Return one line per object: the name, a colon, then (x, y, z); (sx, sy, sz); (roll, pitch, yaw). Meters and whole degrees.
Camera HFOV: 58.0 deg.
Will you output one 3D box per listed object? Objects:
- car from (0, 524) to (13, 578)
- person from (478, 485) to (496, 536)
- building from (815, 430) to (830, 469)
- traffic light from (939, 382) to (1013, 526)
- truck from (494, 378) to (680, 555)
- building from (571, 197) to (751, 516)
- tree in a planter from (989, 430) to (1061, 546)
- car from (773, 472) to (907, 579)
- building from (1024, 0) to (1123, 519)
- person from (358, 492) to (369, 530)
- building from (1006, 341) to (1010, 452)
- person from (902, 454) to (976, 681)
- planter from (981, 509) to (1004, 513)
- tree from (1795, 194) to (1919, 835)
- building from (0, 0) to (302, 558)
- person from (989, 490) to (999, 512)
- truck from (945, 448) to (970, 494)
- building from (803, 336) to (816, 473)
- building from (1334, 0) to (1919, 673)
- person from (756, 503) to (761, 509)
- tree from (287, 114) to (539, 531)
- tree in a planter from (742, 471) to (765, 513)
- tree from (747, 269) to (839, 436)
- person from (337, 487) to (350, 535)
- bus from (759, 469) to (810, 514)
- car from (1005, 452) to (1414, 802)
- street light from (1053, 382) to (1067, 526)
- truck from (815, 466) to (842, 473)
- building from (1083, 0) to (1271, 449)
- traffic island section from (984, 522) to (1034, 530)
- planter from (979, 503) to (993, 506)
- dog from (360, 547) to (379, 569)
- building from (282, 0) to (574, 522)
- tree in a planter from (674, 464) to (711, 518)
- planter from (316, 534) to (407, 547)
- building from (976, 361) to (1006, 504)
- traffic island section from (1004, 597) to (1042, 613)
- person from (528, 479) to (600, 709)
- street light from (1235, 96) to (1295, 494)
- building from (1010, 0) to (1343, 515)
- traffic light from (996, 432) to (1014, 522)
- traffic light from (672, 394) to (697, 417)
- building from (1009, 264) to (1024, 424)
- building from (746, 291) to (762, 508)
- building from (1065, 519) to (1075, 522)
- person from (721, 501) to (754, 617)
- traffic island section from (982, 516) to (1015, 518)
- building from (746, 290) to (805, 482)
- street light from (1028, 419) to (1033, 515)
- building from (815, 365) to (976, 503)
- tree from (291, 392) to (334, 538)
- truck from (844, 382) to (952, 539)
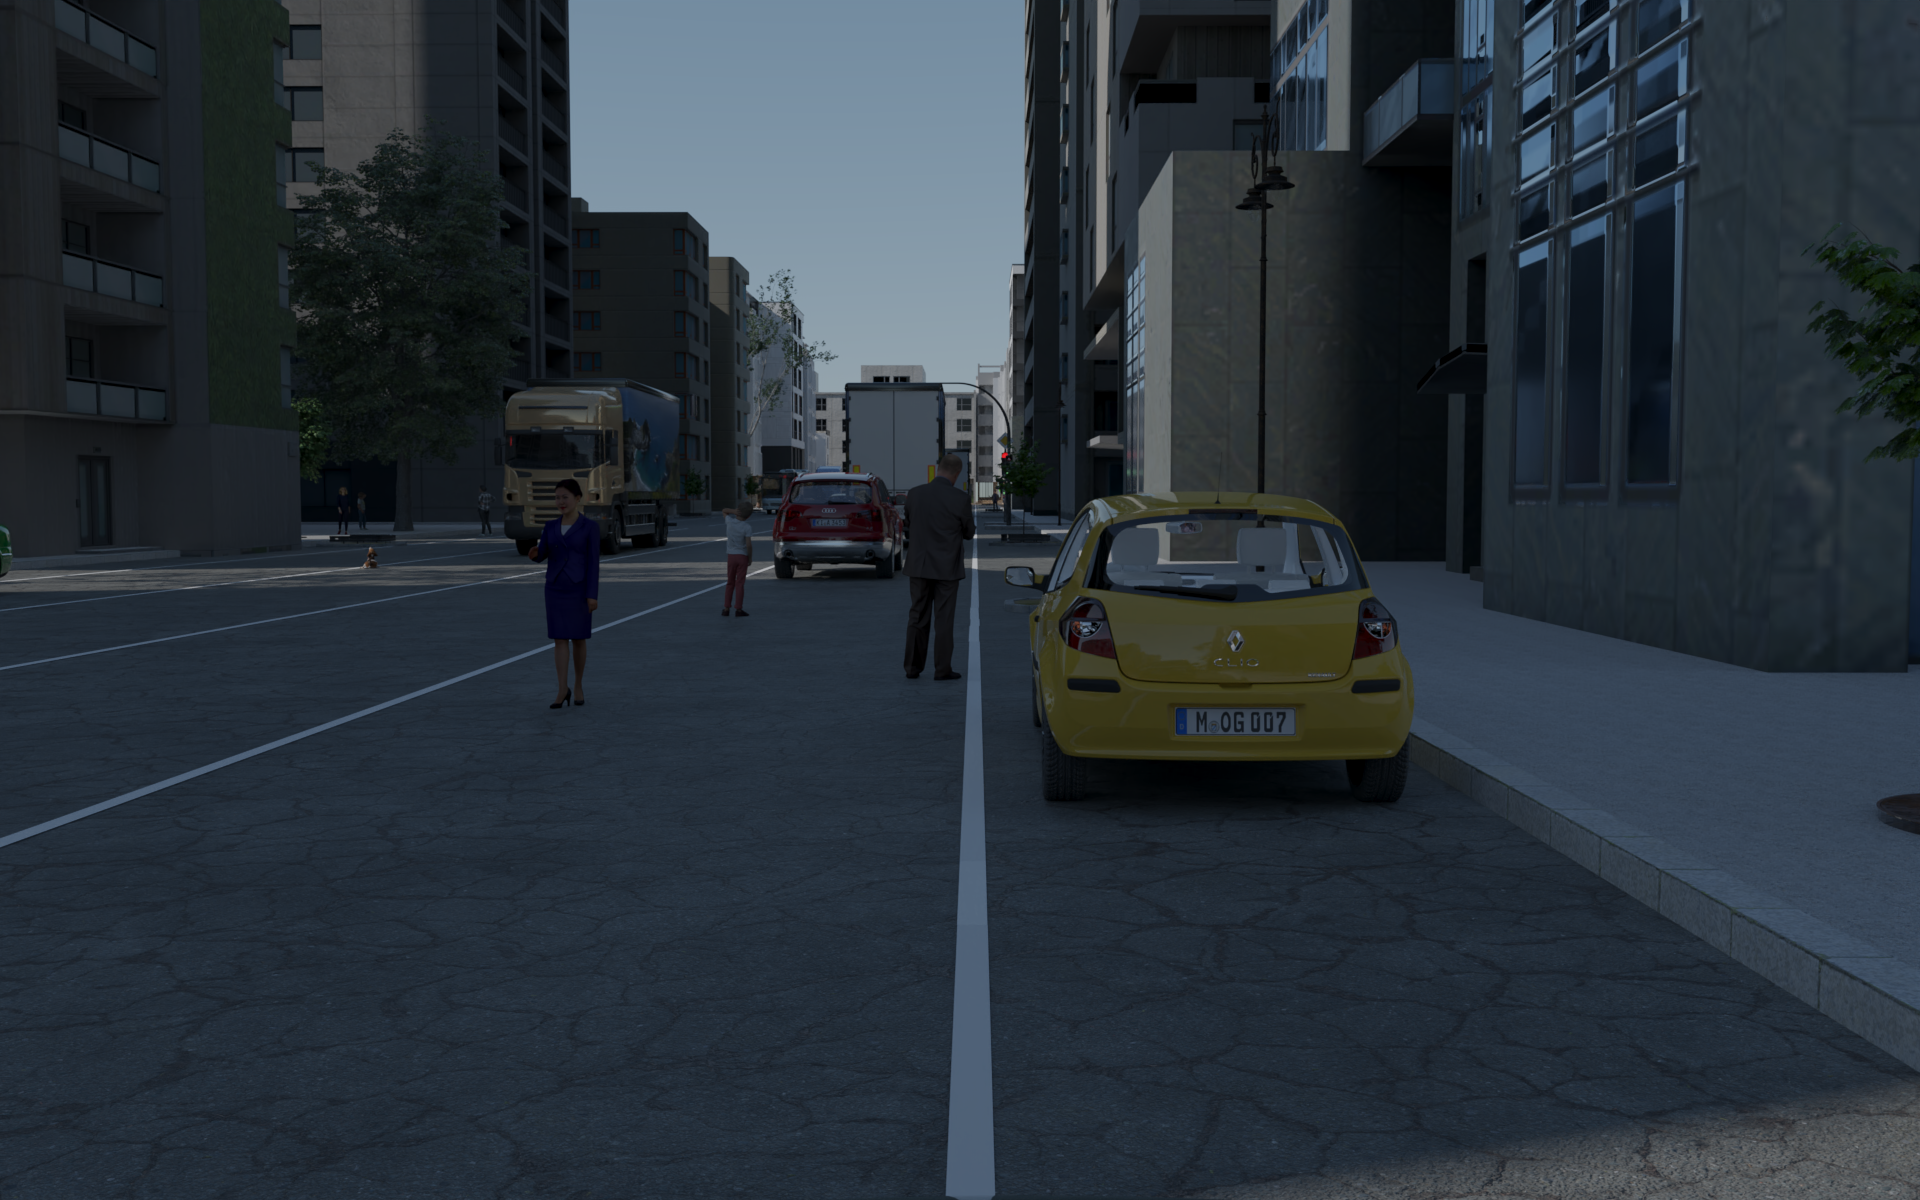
car: (-14.376, -0.846, 22.628); (1.959, 1.807, 4.718); (0, 4, 1)
person: (-16.199, -3.048, 59.054); (0.376, 1.734, 0.841); (2, 4, 31)
building: (-31.340, -17.382, 226.349); (28.070, 9.664, 9.099); (0, 4, 1)
traffic light: (-0.133, -5.851, 70.325); (4.771, 5.953, 1.251); (0, 4, 1)
truck: (-9.254, -3.383, 44.221); (2.839, 4.237, 11.283); (0, 3, 0)
building: (-30.340, -16.870, 120.863); (27.650, 21.520, 28.899); (0, 4, 1)
tree in a planter: (1.798, -3.137, 48.507); (1.991, 3.239, 1.994); (0, 4, 1)
car: (-2.107, -1.361, 30.919); (2.281, 1.827, 5.304); (0, 4, 1)
building: (15.040, -29.758, 110.250); (21.300, 48.544, 21.600); (0, 4, 1)
person: (-21.325, -3.176, 61.880); (0.340, 1.345, 0.435); (-1, 4, -13)
building: (13.993, -20.529, 202.106); (16.747, 18.905, 31.486); (0, 4, 1)
person: (-0.166, -0.262, 13.466); (0.565, 1.739, 0.600); (0, 4, -6)
planter: (2.542, -6.683, 130.406); (1.991, 0.319, 1.994); (0, 4, 1)
tree: (4.025, -0.738, 6.667); (1.663, 3.219, 1.824); (0, 3, 0)
building: (-24.062, -21.593, 36.643); (14.154, 41.232, 14.086); (0, 4, 1)
person: (2.676, -7.821, 136.905); (0.617, 1.759, 0.750); (3, 5, 39)
truck: (-0.686, -7.522, 111.892); (2.839, 4.237, 11.283); (0, 4, 0)
building: (-25.334, -21.247, 203.810); (16.016, 20.091, 11.380); (0, 4, 1)
building: (15.100, -43.579, 25.184); (22.319, 86.520, 31.000); (0, 4, 1)
person: (-17.651, -8.242, 151.269); (0.357, 0.543, 0.381); (3, 4, 36)
tree: (-19.259, -9.346, 59.456); (9.857, 13.997, 8.962); (0, 3, 0)
tree in a planter: (-15.686, -8.134, 130.212); (1.991, 3.239, 1.994); (0, 4, 1)
tree: (-16.778, -17.673, 144.847); (12.611, 20.169, 13.585); (0, 3, 0)
person: (-19.506, -2.819, 54.680); (0.613, 1.512, 0.480); (2, 4, 33)
bus: (-12.544, -8.024, 126.046); (2.948, 3.499, 13.247); (0, 4, 0)
car: (1.252, 0.045, 9.495); (2.015, 1.641, 3.980); (0, 4, 1)
street light: (4.036, -5.950, 70.065); (0.468, 5.910, 1.993); (0, 4, 1)
truck: (-12.610, -11.215, 173.121); (2.967, 4.110, 18.799); (0, 4, 0)
building: (18.212, -28.510, 55.380); (28.713, 52.752, 27.495); (0, 4, 1)
traffic island section: (2.000, -2.953, 70.561); (2.009, 0.180, 2.903); (0, 4, 1)
planter: (3.245, -11.396, 207.463); (1.991, 0.319, 1.994); (0, 4, 1)
dog: (-11.454, -0.811, 33.458); (0.550, 0.427, 0.748); (1, 4, 23)
building: (-28.743, -39.657, 86.637); (20.563, 71.187, 20.611); (0, 4, 1)
tree in a planter: (-15.920, -6.486, 103.269); (1.991, 3.239, 1.994); (0, 4, 1)
planter: (-16.418, -1.631, 47.804); (1.991, 0.319, 1.994); (0, 4, 1)
building: (7.928, -23.768, 245.023); (11.380, 20.091, 16.016); (0, 4, 1)
traffic island section: (1.547, 0.074, 21.660); (1.991, 0.108, 1.994); (0, 4, 1)
person: (-2.635, -0.043, 11.581); (0.453, 1.535, 0.546); (-1, 4, -11)
street light: (3.619, -2.932, 20.719); (0.468, 5.910, 1.993); (0, 4, 1)
building: (15.404, -50.323, 135.456); (22.319, 86.520, 31.000); (0, 4, 1)
traffic light: (2.033, -5.475, 78.432); (0.839, 4.253, 0.868); (0, 4, 1)
traffic light: (-14.336, -6.357, 78.599); (4.771, 5.953, 1.251); (0, 4, 1)
building: (18.718, -19.939, 169.972); (27.936, 21.610, 32.646); (0, 4, 1)
building: (-26.370, -18.551, 159.728); (16.016, 20.091, 11.380); (0, 4, 1)
building: (15.835, -28.410, 88.203); (21.600, 48.544, 21.300); (0, 4, 1)
person: (-2.619, -0.483, 20.314); (0.435, 1.345, 0.340); (0, 4, 7)
traffic island section: (2.293, -4.914, 103.210); (1.991, 0.108, 1.994); (0, 4, 1)
building: (-31.842, -20.660, 181.766); (27.936, 21.610, 32.646); (0, 4, 1)
street light: (4.354, -8.097, 105.178); (0.468, 5.910, 1.993); (0, 4, 1)
building: (-13.498, -23.212, 245.966); (31.486, 18.905, 16.747); (0, 4, 1)
tree: (-19.831, -4.074, 50.325); (4.285, 4.588, 4.351); (0, 3, 0)
truck: (-1.659, -3.682, 49.111); (2.839, 4.237, 11.283); (0, 3, 0)
